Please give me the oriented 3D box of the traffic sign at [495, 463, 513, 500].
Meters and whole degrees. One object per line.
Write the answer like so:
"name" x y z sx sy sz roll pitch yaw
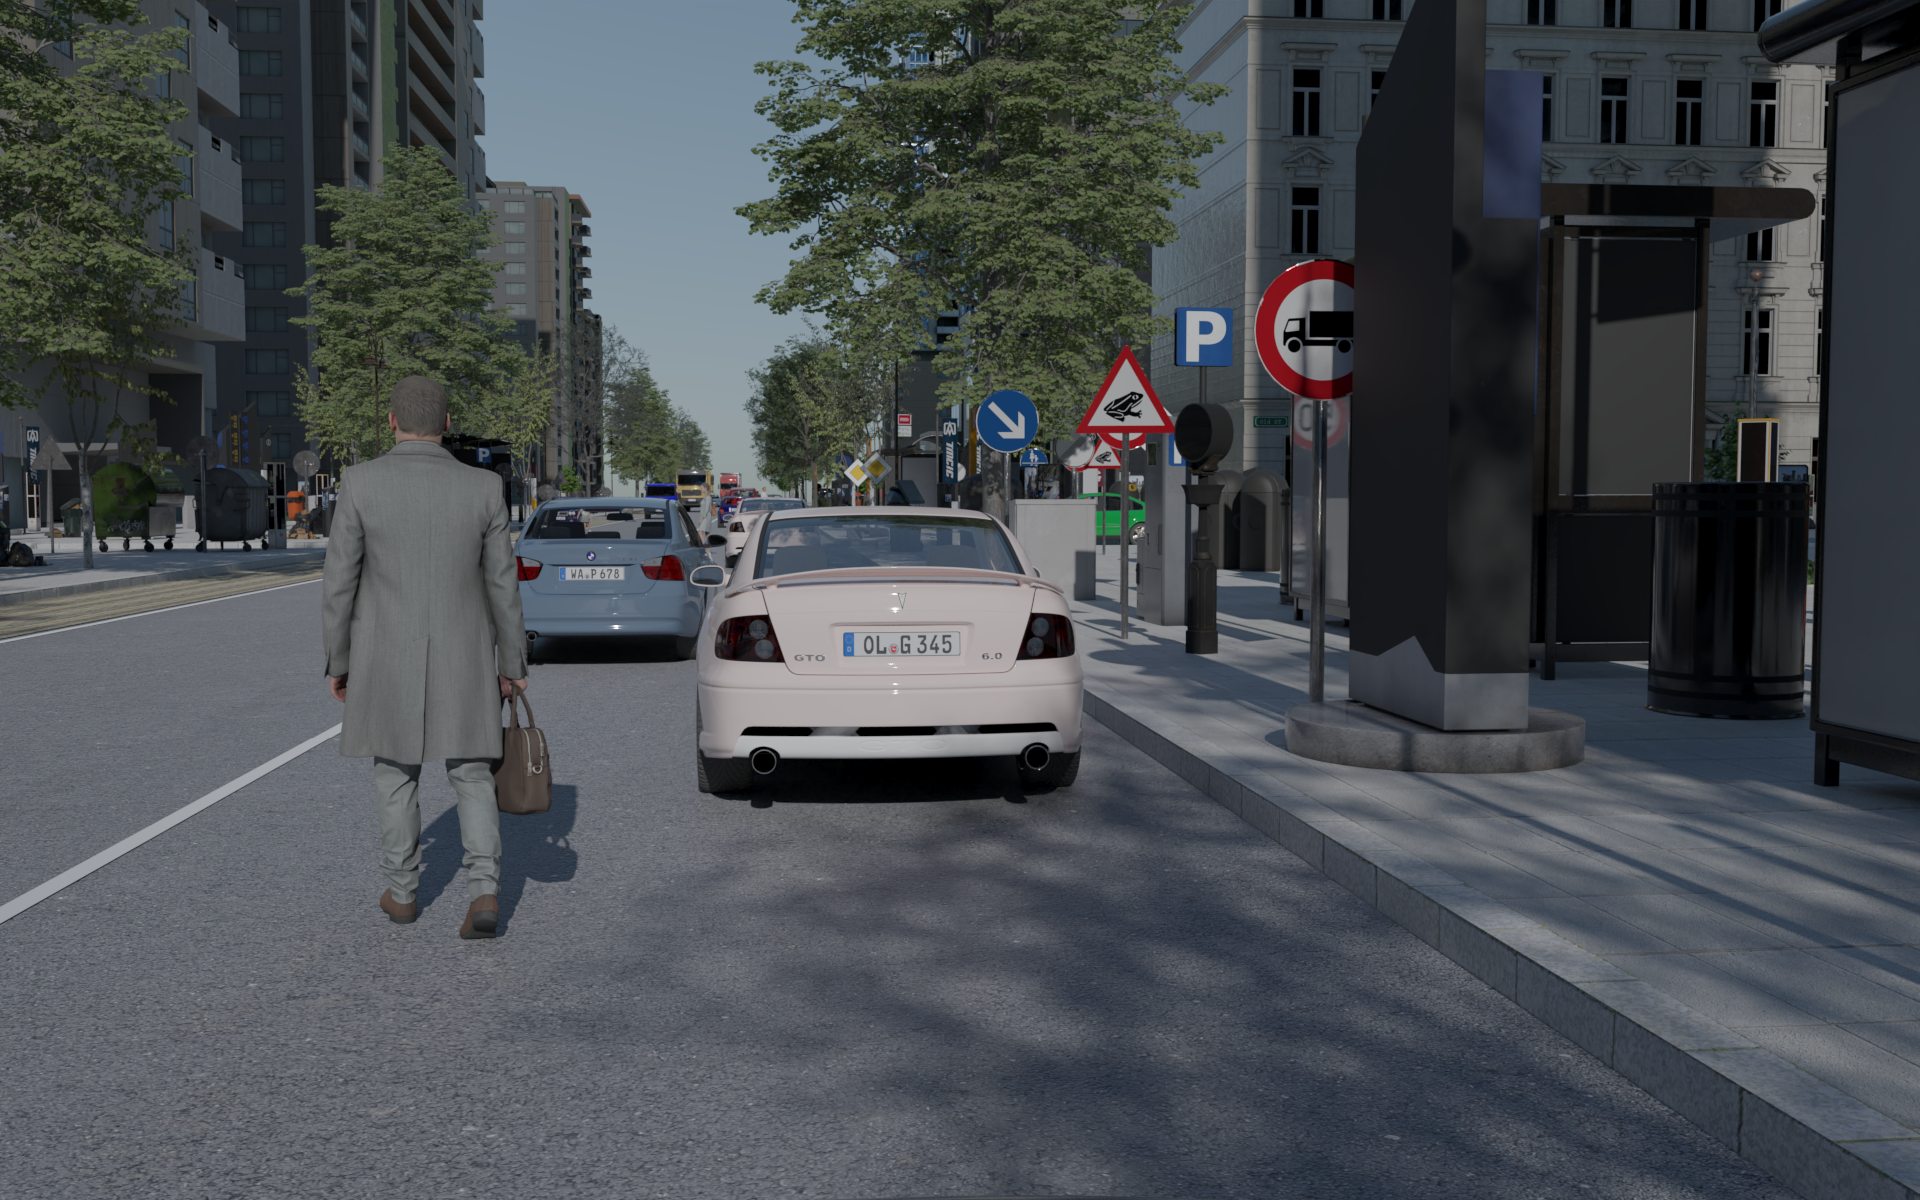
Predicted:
"traffic sign" -18.780 -4.357 71.347 0.768 2.556 0.104 0 4 1

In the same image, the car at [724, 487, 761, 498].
"car" -12.577 -5.624 100.622 2.281 1.827 5.304 0 4 -6

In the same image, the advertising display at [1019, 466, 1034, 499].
"advertising display" 1.562 -2.099 39.527 0.123 1.923 0.974 1 4 20

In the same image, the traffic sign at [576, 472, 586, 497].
"traffic sign" -22.757 -6.320 103.337 0.884 2.594 0.081 0 4 -4

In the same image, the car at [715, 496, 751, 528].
"car" -9.601 -3.806 74.807 1.945 1.354 3.894 0 4 -7

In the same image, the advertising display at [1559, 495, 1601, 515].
"advertising display" 13.301 -1.955 37.177 0.974 1.923 0.123 3 5 40

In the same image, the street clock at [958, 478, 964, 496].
"street clock" 0.056 -4.323 75.254 0.358 2.002 0.471 2 4 30

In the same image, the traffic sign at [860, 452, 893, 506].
"traffic sign" -1.989 -2.296 41.179 0.795 2.450 0.064 0 4 -6

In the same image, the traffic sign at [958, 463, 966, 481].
"traffic sign" -0.158 -4.306 70.516 0.768 2.556 0.104 0 4 -2

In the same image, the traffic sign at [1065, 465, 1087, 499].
"traffic sign" 2.724 -2.451 40.172 0.768 2.556 0.104 0 4 -1

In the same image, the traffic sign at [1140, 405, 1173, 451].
"traffic sign" 2.515 -1.269 21.932 0.795 2.450 0.064 0 4 -5

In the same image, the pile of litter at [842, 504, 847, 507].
"pile of litter" -5.121 -3.833 76.631 1.719 0.858 1.176 1 4 13

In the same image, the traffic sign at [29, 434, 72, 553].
"traffic sign" -19.770 -2.304 37.667 0.884 2.594 0.081 0 4 -5

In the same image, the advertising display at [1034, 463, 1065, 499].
"advertising display" 1.916 -1.915 36.521 0.123 1.923 0.974 -2 4 -26

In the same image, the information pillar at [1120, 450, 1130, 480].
"information pillar" 6.229 -4.542 65.611 0.183 3.616 0.504 -3 5 -40

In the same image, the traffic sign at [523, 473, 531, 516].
"traffic sign" -25.660 -6.306 103.204 0.768 2.556 0.104 0 4 -5

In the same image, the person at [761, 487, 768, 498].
"person" -10.037 -4.870 88.348 0.641 1.798 0.478 3 4 37

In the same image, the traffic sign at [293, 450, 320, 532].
"traffic sign" -19.055 -3.083 50.507 0.768 2.556 0.104 0 4 -4

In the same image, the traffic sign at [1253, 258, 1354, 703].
"traffic sign" 1.967 -0.573 9.483 0.768 2.556 0.104 0 4 -4

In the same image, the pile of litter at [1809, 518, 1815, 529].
"pile of litter" 31.003 -3.033 63.558 1.176 0.858 1.719 -1 4 -12

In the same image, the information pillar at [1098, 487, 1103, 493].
"information pillar" 5.924 -4.283 74.513 0.304 2.012 0.304 -2 4 -32

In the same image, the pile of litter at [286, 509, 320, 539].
"pile of litter" -18.909 -2.165 49.370 1.176 0.858 1.719 -3 5 -42

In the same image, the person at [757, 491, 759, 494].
"person" -27.211 -13.776 233.364 1.348 1.869 0.705 2 4 23

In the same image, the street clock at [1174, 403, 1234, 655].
"street clock" 1.947 -0.570 13.891 0.358 2.002 0.471 -2 4 -33

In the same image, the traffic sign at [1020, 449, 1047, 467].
"traffic sign" 2.071 -2.973 48.720 0.768 2.556 0.104 0 4 -1

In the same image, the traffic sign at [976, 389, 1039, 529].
"traffic sign" 0.579 -1.291 21.213 0.768 2.556 0.104 0 4 3

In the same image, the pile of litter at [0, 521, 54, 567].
"pile of litter" -17.056 -1.019 30.634 1.719 0.858 1.176 -1 4 -10

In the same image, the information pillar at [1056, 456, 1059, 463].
"information pillar" 5.255 -6.254 93.599 0.183 3.616 0.504 -1 4 -11

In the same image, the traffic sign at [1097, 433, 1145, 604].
"traffic sign" 1.905 -1.222 20.092 0.768 2.556 0.104 0 4 -6

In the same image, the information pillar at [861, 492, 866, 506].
"information pillar" -5.544 -5.745 98.429 0.304 2.012 0.304 1 4 9

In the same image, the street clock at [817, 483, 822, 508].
"street clock" -9.565 -6.866 116.825 0.471 2.002 0.358 1 4 11

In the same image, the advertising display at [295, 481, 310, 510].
"advertising display" -31.682 -4.788 83.497 0.123 1.923 0.974 1 4 13

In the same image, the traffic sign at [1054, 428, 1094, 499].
"traffic sign" 2.192 -2.028 33.265 0.768 2.556 0.104 0 4 -1

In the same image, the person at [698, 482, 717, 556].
"person" -5.880 -1.869 40.063 0.522 1.701 0.512 -1 4 -15

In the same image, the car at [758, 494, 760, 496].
"car" -22.959 -11.265 193.972 2.009 1.686 4.222 0 4 -5

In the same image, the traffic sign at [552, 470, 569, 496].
"traffic sign" -21.292 -5.645 92.299 0.884 2.594 0.081 0 4 1

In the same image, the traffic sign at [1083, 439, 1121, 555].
"traffic sign" 3.033 -2.228 36.438 0.884 2.594 0.081 0 4 0

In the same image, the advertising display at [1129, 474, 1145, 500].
"advertising display" 5.713 -3.164 56.950 0.974 1.923 0.123 -3 5 -45

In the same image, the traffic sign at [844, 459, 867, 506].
"traffic sign" -2.895 -2.781 49.113 0.795 2.450 0.064 0 4 -6

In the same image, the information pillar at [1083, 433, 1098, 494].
"information pillar" 4.083 -3.832 54.004 0.504 3.616 0.183 2 4 30

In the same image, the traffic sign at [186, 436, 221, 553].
"traffic sign" -16.487 -2.302 37.749 0.768 2.556 0.104 0 4 3

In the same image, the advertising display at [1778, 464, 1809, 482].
"advertising display" 17.955 -1.982 37.625 0.974 1.923 0.123 -1 4 -13

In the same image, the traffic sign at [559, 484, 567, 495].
"traffic sign" -23.403 -6.304 103.068 0.884 2.594 0.081 0 4 -4

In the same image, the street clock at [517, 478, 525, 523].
"street clock" -19.607 -4.449 77.310 0.358 2.002 0.471 0 4 1

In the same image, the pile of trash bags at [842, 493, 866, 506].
"pile of trash bags" -4.734 -4.255 79.315 1.912 1.369 3.447 0 4 -3

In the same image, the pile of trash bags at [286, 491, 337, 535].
"pile of trash bags" -19.964 -2.758 54.839 1.912 1.369 3.447 1 4 22

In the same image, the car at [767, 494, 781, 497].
"car" -12.918 -6.541 118.955 2.014 1.417 4.499 0 4 -7

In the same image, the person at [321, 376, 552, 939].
"person" -1.726 0.178 5.685 0.694 1.812 0.767 -1 4 -23

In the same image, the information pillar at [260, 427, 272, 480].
"information pillar" -23.983 -4.195 59.948 0.183 3.616 0.504 1 4 17

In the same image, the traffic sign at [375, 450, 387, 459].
"traffic sign" -13.263 -2.219 39.917 0.795 2.450 0.064 0 4 -6

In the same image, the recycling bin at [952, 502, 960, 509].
"recycling bin" -0.019 -2.779 57.991 0.722 1.027 0.722 2 4 34

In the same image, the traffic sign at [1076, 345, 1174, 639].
"traffic sign" 1.455 -0.932 15.244 0.884 2.594 0.081 0 4 0

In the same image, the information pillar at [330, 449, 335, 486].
"information pillar" -32.368 -5.996 89.394 0.183 3.616 0.504 -2 4 -34

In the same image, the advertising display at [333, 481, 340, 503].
"advertising display" -31.355 -5.053 87.826 0.123 1.923 0.974 2 4 30

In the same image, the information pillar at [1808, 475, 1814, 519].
"information pillar" 31.952 -3.718 65.286 0.304 2.012 0.304 -2 4 -33

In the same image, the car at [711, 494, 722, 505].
"car" -27.713 -11.142 194.173 2.014 1.417 4.499 0 4 -8
